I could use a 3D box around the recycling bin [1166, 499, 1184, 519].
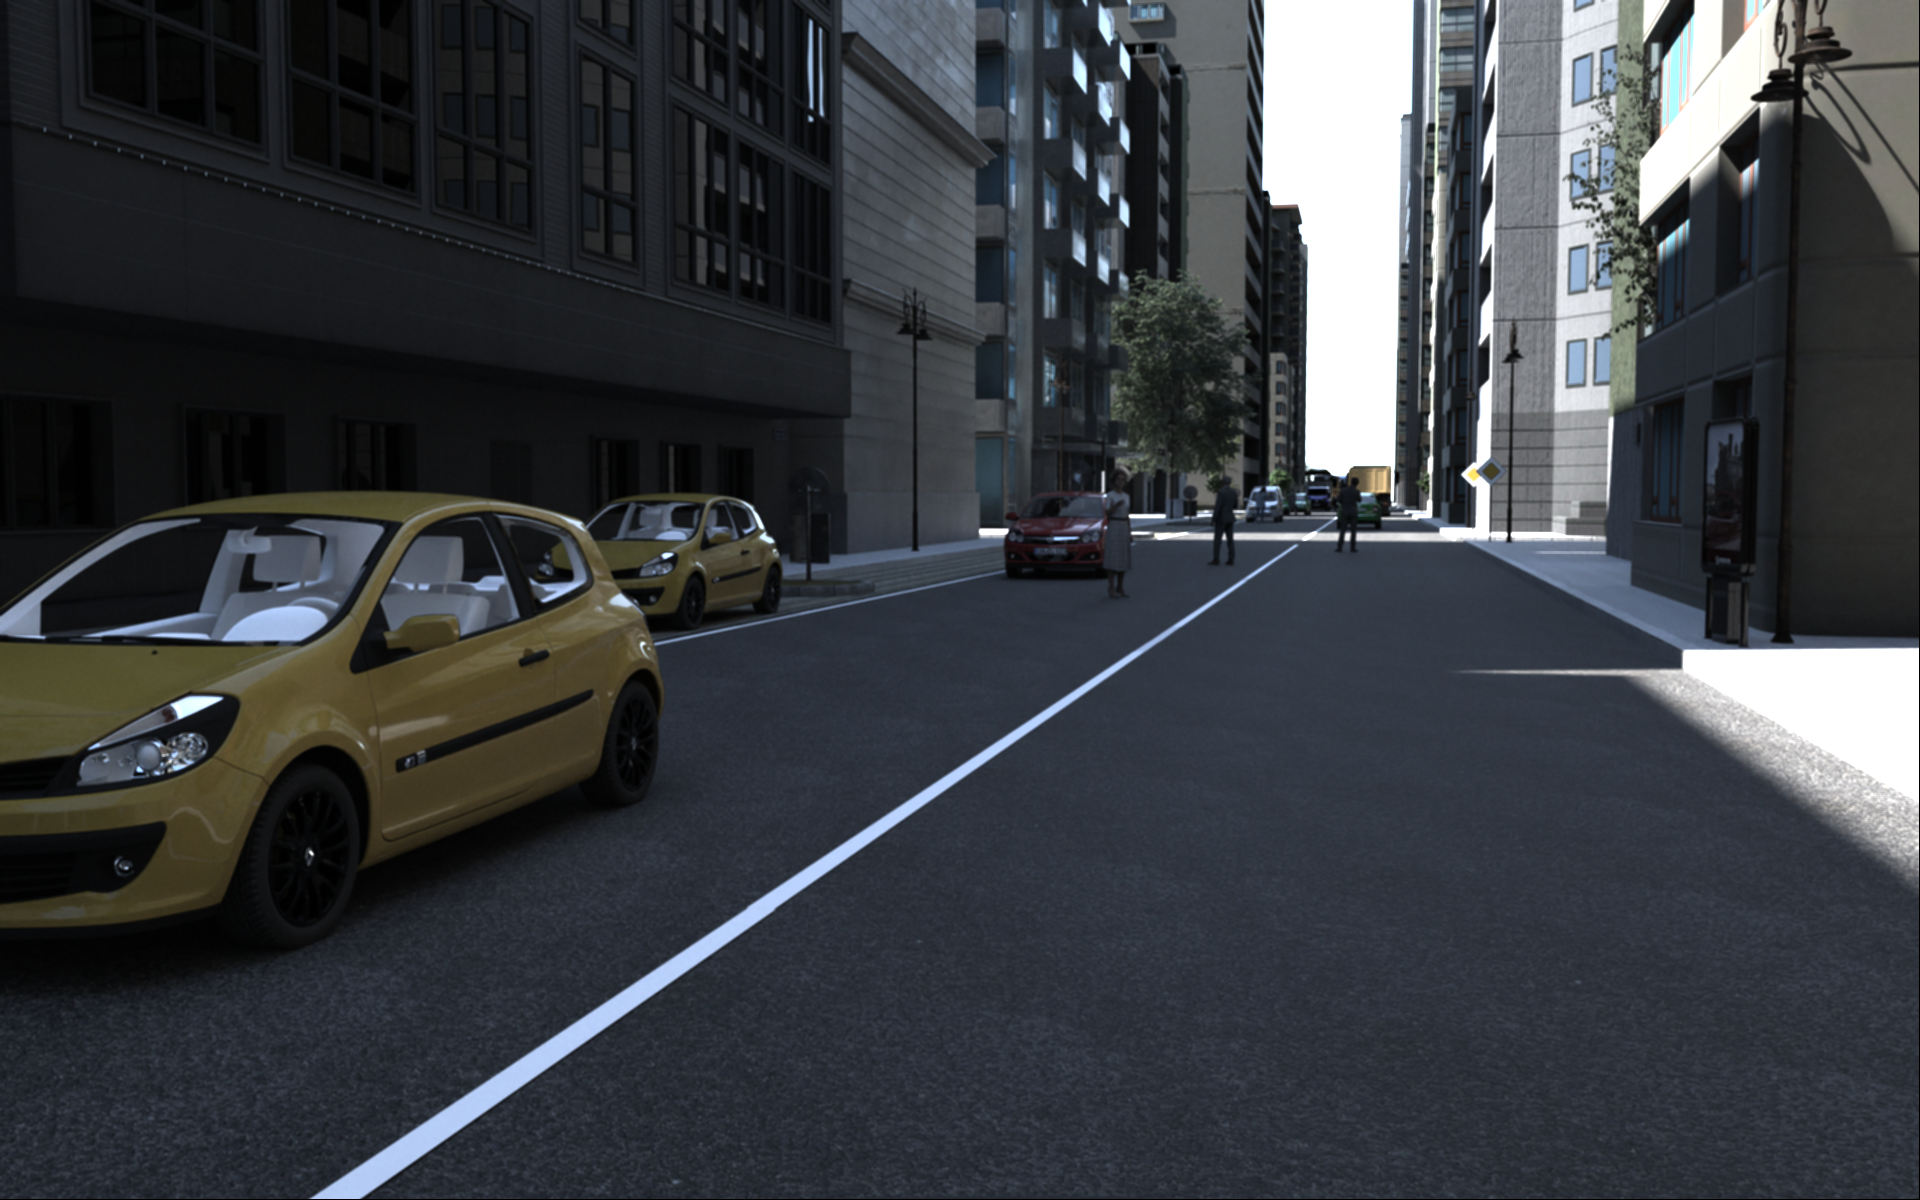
[{"bbox_3d":[11.290,-4.796,90.966,0.722,1.027,0.722,3,5,44],"label":"recycling bin"}]

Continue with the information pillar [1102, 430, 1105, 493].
[{"bbox_3d":[5.221,-4.383,63.021,0.183,3.616,0.504,0,4,8],"label":"information pillar"}]

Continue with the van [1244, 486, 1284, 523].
[{"bbox_3d":[15.601,-4.990,88.598,2.013,2.044,4.112,1,4,14],"label":"van"}]

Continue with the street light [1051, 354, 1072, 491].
[{"bbox_3d":[3.361,-5.166,57.252,0.468,5.910,1.993,1,4,13],"label":"street light"}]

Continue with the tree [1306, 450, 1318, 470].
[{"bbox_3d":[57.411,-20.512,285.725,4.360,8.622,3.978,0,3,0],"label":"tree"}]

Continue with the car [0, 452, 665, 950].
[{"bbox_3d":[-2.606,0.209,6.802,2.015,1.641,3.980,1,4,13],"label":"car"}]

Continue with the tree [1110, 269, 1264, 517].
[{"bbox_3d":[12.087,-11.699,97.941,9.857,13.997,8.962,0,3,0],"label":"tree"}]

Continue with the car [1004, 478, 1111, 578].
[{"bbox_3d":[1.954,-1.339,30.925,2.155,1.783,4.494,1,4,12],"label":"car"}]

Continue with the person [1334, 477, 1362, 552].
[{"bbox_3d":[9.656,-2.127,43.077,0.655,1.846,0.447,1,4,12],"label":"person"}]

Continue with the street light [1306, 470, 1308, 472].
[{"bbox_3d":[55.031,-18.470,274.777,0.468,5.910,1.993,1,4,13],"label":"street light"}]

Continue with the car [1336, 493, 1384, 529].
[{"bbox_3d":[16.625,-3.870,72.063,1.959,1.807,4.718,1,4,13],"label":"car"}]

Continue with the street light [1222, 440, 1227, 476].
[{"bbox_3d":[18.416,-9.046,120.686,0.468,5.910,1.993,1,4,13],"label":"street light"}]

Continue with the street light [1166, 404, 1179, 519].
[{"bbox_3d":[10.861,-7.088,88.672,0.468,5.910,1.993,1,4,13],"label":"street light"}]

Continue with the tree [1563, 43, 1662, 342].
[{"bbox_3d":[11.222,-4.648,26.350,4.360,8.622,3.978,0,3,0],"label":"tree"}]

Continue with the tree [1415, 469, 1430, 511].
[{"bbox_3d":[35.231,-8.296,130.249,1.663,3.219,1.824,0,3,0],"label":"tree"}]

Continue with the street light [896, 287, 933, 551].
[{"bbox_3d":[-1.009,-4.043,38.895,0.468,5.910,1.993,1,4,13],"label":"street light"}]

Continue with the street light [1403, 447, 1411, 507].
[{"bbox_3d":[43.968,-12.037,169.594,0.468,5.910,1.993,1,4,13],"label":"street light"}]

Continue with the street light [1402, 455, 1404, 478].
[{"bbox_3d":[51.493,-13.965,201.118,0.468,5.910,1.993,1,4,13],"label":"street light"}]

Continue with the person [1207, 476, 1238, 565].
[{"bbox_3d":[5.337,-1.627,35.280,0.661,1.801,0.590,-3,4,-36],"label":"person"}]

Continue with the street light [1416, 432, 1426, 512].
[{"bbox_3d":[33.803,-9.412,126.681,0.468,5.910,1.993,1,4,13],"label":"street light"}]

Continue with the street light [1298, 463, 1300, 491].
[{"bbox_3d":[47.652,-16.572,243.733,0.468,5.910,1.993,1,4,13],"label":"street light"}]

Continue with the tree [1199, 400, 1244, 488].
[{"bbox_3d":[19.016,-10.799,126.923,4.737,8.622,4.395,0,3,0],"label":"tree"}]

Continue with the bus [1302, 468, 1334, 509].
[{"bbox_3d":[34.478,-10.688,166.291,2.896,3.916,12.252,1,4,13],"label":"bus"}]

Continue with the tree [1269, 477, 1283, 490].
[{"bbox_3d":[36.422,-12.538,199.591,1.663,3.219,1.824,0,3,0],"label":"tree"}]

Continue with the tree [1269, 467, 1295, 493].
[{"bbox_3d":[37.511,-13.408,202.926,4.285,4.588,4.351,0,3,0],"label":"tree"}]

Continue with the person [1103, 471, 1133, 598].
[{"bbox_3d":[2.237,-0.914,24.022,0.480,1.755,0.524,-3,4,-37],"label":"person"}]

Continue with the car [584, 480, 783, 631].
[{"bbox_3d":[-3.328,-0.563,19.433,2.015,1.641,3.980,1,4,13],"label":"car"}]

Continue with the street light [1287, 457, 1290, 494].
[{"bbox_3d":[40.333,-14.674,212.711,0.468,5.910,1.993,1,4,13],"label":"street light"}]

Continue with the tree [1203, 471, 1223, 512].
[{"bbox_3d":[18.106,-7.883,123.496,1.663,3.219,1.824,0,3,0],"label":"tree"}]

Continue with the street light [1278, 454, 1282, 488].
[{"bbox_3d":[36.010,-13.590,194.986,0.468,5.910,1.993,1,4,13],"label":"street light"}]

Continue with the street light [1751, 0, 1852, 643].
[{"bbox_3d":[7.110,-2.569,14.795,0.468,5.910,1.993,1,4,13],"label":"street light"}]

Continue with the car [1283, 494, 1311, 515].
[{"bbox_3d":[23.116,-6.736,118.931,1.959,1.807,4.718,1,4,15],"label":"car"}]

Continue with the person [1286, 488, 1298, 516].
[{"bbox_3d":[22.141,-6.539,115.514,0.694,1.812,0.767,-3,4,-38],"label":"person"}]

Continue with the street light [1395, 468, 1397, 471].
[{"bbox_3d":[55.888,-15.117,219.948,0.468,5.910,1.993,1,4,13],"label":"street light"}]

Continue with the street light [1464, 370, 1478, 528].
[{"bbox_3d":[18.991,-5.609,64.490,0.468,5.910,1.993,1,4,13],"label":"street light"}]

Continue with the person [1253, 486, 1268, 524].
[{"bbox_3d":[14.182,-4.468,81.822,0.793,1.790,0.793,-1,4,-8],"label":"person"}]

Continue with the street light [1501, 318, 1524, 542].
[{"bbox_3d":[14.572,-4.465,45.783,0.468,5.910,1.993,1,4,13],"label":"street light"}]

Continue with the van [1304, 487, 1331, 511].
[{"bbox_3d":[30.675,-8.800,148.270,2.240,2.365,5.245,1,4,15],"label":"van"}]
